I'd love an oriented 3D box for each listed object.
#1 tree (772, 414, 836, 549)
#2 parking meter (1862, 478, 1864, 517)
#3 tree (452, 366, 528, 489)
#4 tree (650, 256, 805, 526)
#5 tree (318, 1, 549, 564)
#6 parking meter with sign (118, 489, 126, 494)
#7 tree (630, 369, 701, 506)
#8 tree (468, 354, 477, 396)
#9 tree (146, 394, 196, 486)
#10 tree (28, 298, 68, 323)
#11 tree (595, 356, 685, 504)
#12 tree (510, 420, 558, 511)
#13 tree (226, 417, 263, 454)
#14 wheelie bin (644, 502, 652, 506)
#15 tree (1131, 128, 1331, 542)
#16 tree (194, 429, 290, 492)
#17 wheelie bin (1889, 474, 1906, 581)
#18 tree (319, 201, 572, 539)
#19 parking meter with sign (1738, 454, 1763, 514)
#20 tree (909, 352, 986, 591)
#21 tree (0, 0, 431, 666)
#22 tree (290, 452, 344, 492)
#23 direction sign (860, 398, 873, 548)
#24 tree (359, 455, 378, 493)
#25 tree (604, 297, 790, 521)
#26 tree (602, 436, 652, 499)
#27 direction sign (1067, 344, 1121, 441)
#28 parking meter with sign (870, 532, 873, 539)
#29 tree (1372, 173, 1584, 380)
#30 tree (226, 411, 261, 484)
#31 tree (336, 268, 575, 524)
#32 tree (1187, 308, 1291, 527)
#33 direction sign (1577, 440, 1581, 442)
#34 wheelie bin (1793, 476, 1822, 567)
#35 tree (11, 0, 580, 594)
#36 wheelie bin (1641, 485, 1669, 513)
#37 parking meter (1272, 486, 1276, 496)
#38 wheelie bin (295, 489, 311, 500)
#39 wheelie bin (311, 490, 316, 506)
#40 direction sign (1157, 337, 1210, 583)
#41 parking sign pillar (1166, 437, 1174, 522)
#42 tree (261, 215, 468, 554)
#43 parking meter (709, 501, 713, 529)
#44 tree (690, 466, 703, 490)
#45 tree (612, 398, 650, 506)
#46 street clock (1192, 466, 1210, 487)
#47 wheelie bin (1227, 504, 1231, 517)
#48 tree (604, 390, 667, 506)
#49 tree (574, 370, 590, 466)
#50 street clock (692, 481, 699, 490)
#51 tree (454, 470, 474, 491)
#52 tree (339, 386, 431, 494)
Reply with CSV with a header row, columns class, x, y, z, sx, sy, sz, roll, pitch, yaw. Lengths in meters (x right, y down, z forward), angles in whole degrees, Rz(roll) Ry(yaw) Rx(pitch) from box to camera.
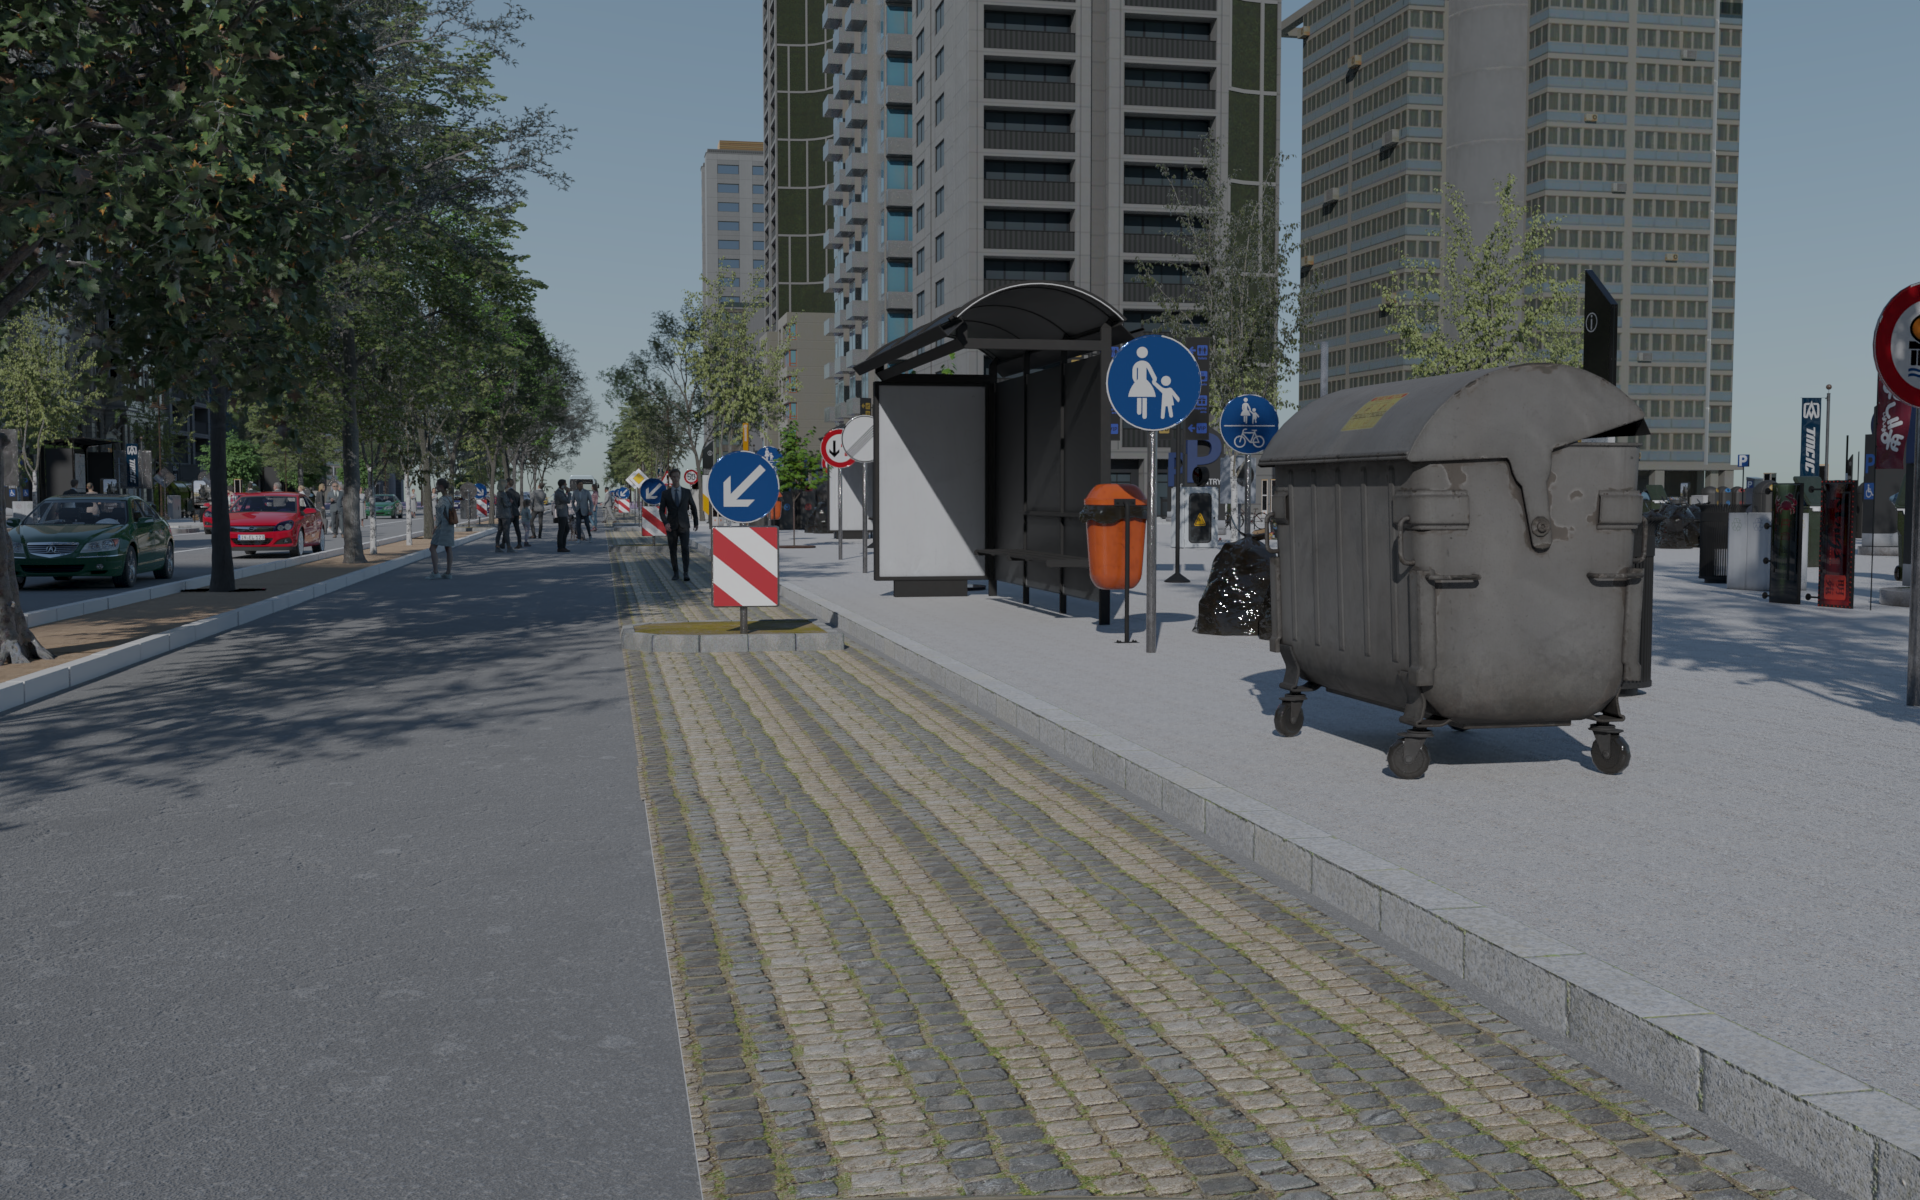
class,x,y,z,sx,sy,sz,roll,pitch,yaw
tree,-3.998,-2.841,41.056,1.663,3.219,1.824,0,3,0
parking meter,24.914,-2.548,47.369,0.255,1.863,0.399,-2,4,-26
tree,-22.875,-8.036,84.209,4.737,8.622,4.395,0,3,0
tree,-7.096,-6.380,54.682,4.737,8.622,4.395,0,3,0
tree,-12.272,-6.988,34.835,7.486,12.596,7.792,0,3,0
parking meter with sign,-55.093,-7.105,112.422,1.738,3.016,0.543,-3,5,-40
tree,-17.644,-9.340,103.073,4.360,8.622,3.978,0,3,0
tree,-15.261,-5.804,47.718,4.360,8.622,3.978,0,3,0
tree,-50.275,-9.671,108.483,4.737,8.622,4.395,0,3,0
tree,-30.824,-6.570,57.777,4.737,8.622,4.395,0,3,0
tree,-43.117,-23.168,234.688,12.611,20.169,13.585,0,3,0
tree,-31.055,-10.543,125.202,4.360,8.622,3.978,0,3,0
tree,-57.818,-11.606,140.114,4.737,8.622,4.395,0,3,0
wheelie bin,-24.248,-7.768,134.916,0.693,1.594,0.980,-2,4,-35
tree,5.546,-5.171,34.905,4.360,8.622,3.978,0,3,0
tree,-36.760,-6.340,87.373,4.285,4.588,4.351,0,3,0
wheelie bin,14.155,-1.072,25.428,0.693,1.594,0.980,-3,5,-41
tree,-16.976,-7.739,54.741,9.928,11.665,9.643,0,3,0
parking meter with sign,35.164,-4.911,76.557,1.738,3.016,0.543,-2,4,-28
tree,-0.119,-1.743,23.098,1.663,3.219,1.824,0,3,0
tree,-8.277,-5.798,14.268,9.611,12.733,9.660,0,3,0
tree,-42.476,-7.871,112.406,4.285,4.588,4.351,0,3,0
direction sign,-2.039,-2.997,41.002,0.379,3.537,0.876,3,5,42
tree,-46.473,-9.149,133.297,4.285,4.588,4.351,0,3,0
tree,-12.238,-9.005,81.650,8.767,10.594,7.601,-1,4,-20
tree,-56.712,-23.189,296.146,9.611,12.733,9.660,0,3,0
direction sign,1.900,-2.039,25.336,0.876,3.537,0.379,0,4,2
parking meter with sign,-1.916,-3.312,50.407,1.738,3.016,0.543,-3,5,-39
tree,11.745,-5.447,39.425,4.737,8.622,4.395,0,3,0
tree,-53.985,-11.066,131.286,4.360,8.622,3.978,0,3,0
tree,-18.825,-7.743,63.470,8.767,10.594,7.601,-1,4,-12
tree,10.582,-7.151,67.275,4.737,8.622,4.395,0,3,0
direction sign,18.872,-3.689,52.308,0.876,3.537,0.379,-3,4,-36
wheelie bin,14.868,-1.381,30.494,0.980,1.594,0.693,-2,4,-23
tree,-10.849,-6.865,25.062,12.009,13.543,11.850,0,3,0
wheelie bin,23.414,-3.096,58.524,0.980,1.594,0.693,-1,4,-15
parking meter,10.158,-2.870,55.338,0.372,1.533,0.369,0,3,0
wheelie bin,-46.117,-6.913,120.933,0.693,1.594,0.980,3,5,40
wheelie bin,-53.612,-8.288,143.411,0.693,1.594,0.980,3,4,36
direction sign,3.158,-2.022,25.062,0.876,3.537,0.379,0,4,3
parking sign pillar,10.338,-5.647,80.804,1.447,3.967,1.447,3,4,37
tree,-13.900,-5.378,40.758,4.360,8.622,3.978,0,3,0
parking meter,-8.972,-3.524,63.330,0.399,1.863,0.255,0,4,1
tree,-16.256,-6.956,108.336,1.663,3.219,1.824,0,3,0
tree,-23.257,-10.973,129.769,4.737,8.622,4.395,0,3,0
street clock,6.300,-2.495,45.358,0.358,2.002,0.471,-2,4,-28
wheelie bin,12.998,-4.582,82.821,0.980,1.594,0.693,1,4,14
tree,-34.498,-16.464,187.308,7.486,12.596,7.792,0,3,0
tree,-21.258,-8.638,78.094,8.767,10.594,7.601,-1,4,-12
street clock,-13.921,-5.301,91.242,0.471,2.002,0.358,2,4,25
tree,-69.117,-15.742,241.101,4.285,4.588,4.351,0,3,0
tree,-51.187,-15.129,154.010,9.857,13.997,8.962,0,3,0
